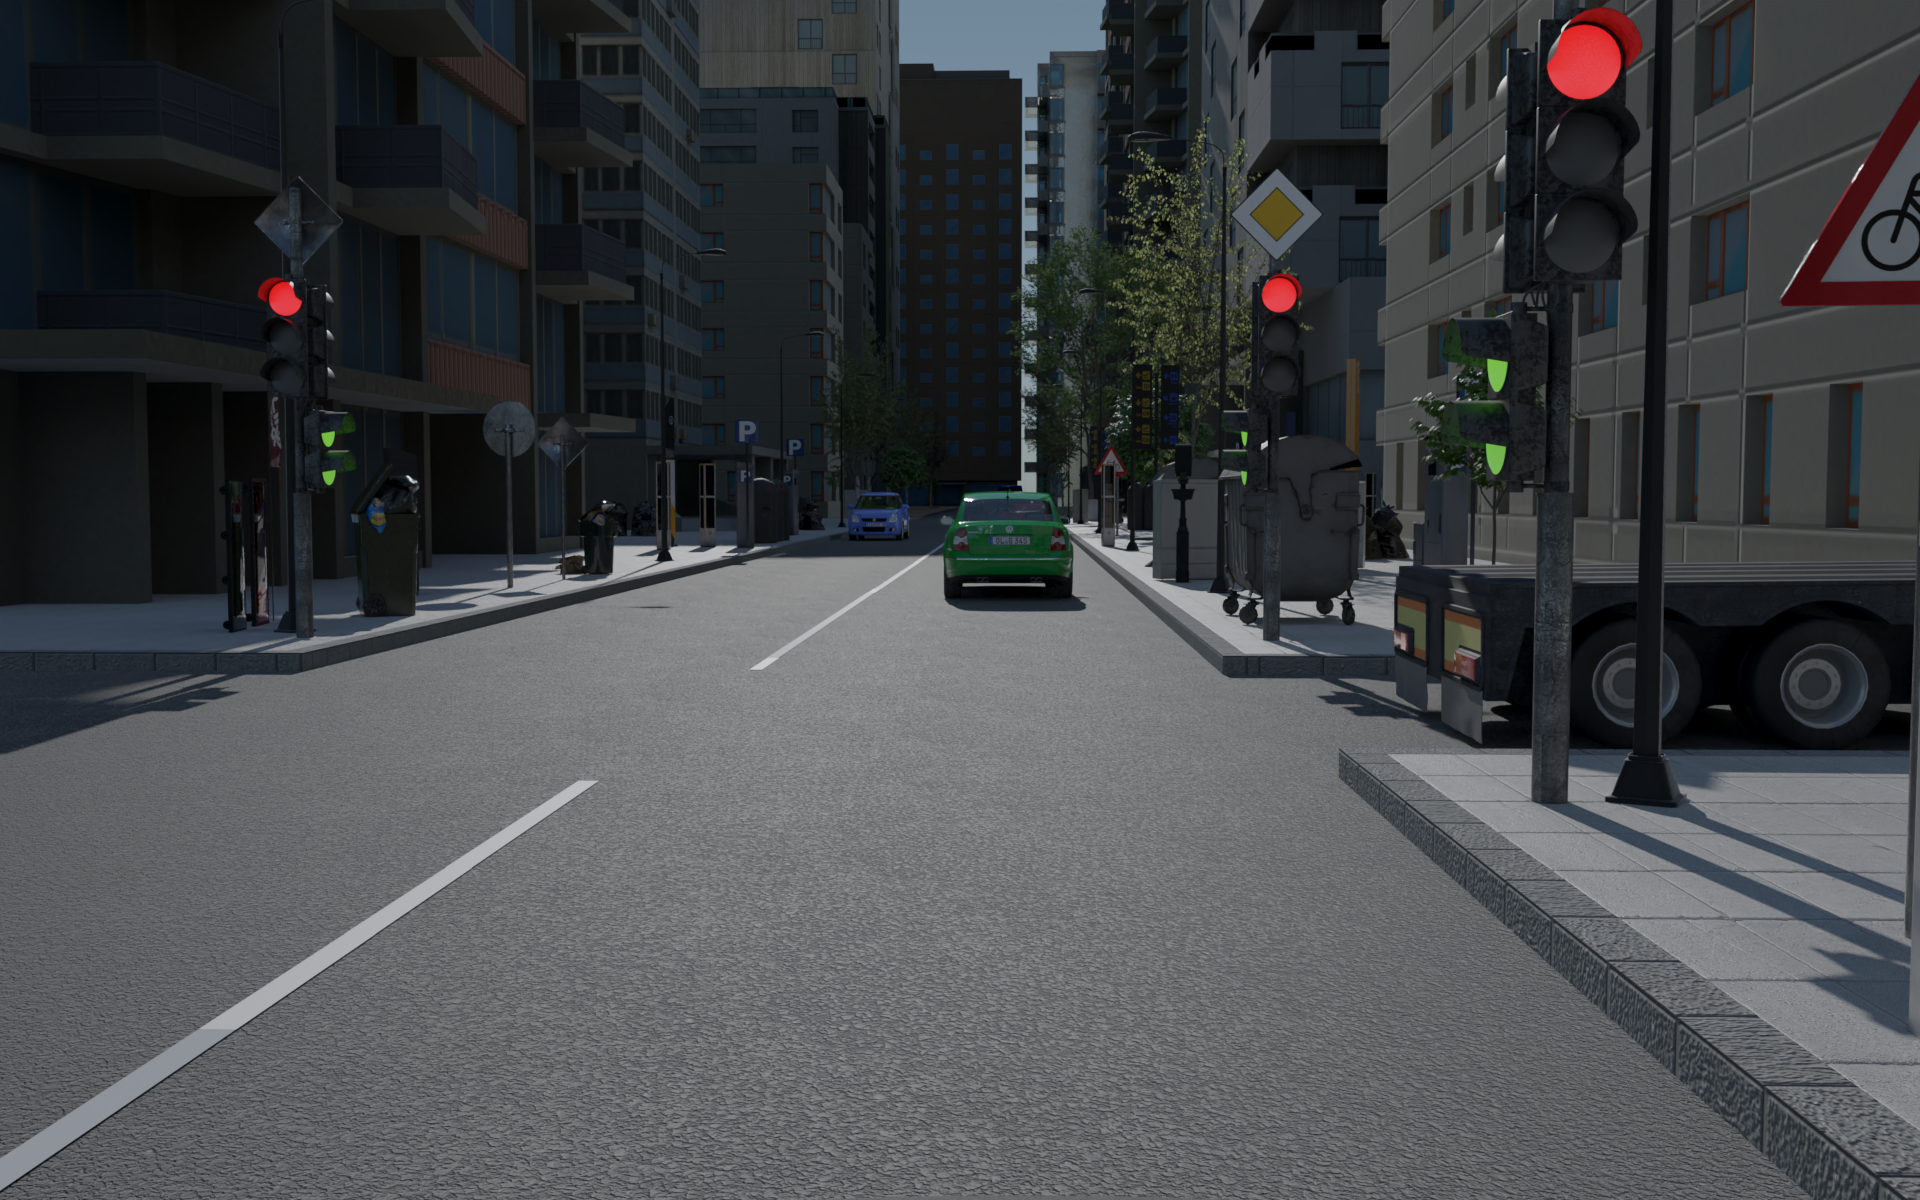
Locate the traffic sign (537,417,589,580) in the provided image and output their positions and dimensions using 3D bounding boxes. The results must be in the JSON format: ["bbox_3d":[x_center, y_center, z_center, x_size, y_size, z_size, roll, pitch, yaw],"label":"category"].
[{"bbox_3d":[-5.936,-1.511,25.892,0.795,2.450,0.064,0,4,4],"label":"traffic sign"}]

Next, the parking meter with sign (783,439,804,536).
[{"bbox_3d":[-5.321,-3.522,53.846,0.543,3.016,1.738,1,4,9],"label":"parking meter with sign"}]

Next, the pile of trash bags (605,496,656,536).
[{"bbox_3d":[-10.787,-2.639,52.903,3.447,1.369,1.912,-1,4,-8],"label":"pile of trash bags"}]

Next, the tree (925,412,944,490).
[{"bbox_3d":[-3.339,-9.843,111.294,4.737,8.622,4.395,0,3,0],"label":"tree"}]

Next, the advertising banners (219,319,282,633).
[{"bbox_3d":[-6.852,-1.264,16.851,0.090,3.025,2.074,0,4,-7],"label":"advertising banners"}]

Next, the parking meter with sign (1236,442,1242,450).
[{"bbox_3d":[10.109,-3.766,57.843,1.738,3.016,0.543,0,4,-4],"label":"parking meter with sign"}]

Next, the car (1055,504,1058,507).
[{"bbox_3d":[2.270,-3.090,59.559,2.155,1.783,4.494,0,4,4],"label":"car"}]

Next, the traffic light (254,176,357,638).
[{"bbox_3d":[-5.841,-1.618,15.375,0.839,4.253,0.868,0,4,2],"label":"traffic light"}]

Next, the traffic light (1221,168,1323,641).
[{"bbox_3d":[2.716,-1.601,15.099,0.839,4.253,0.868,0,4,2],"label":"traffic light"}]

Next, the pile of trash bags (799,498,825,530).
[{"bbox_3d":[-5.955,-3.214,62.299,1.912,1.369,3.447,-1,4,-12],"label":"pile of trash bags"}]

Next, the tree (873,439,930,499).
[{"bbox_3d":[-3.479,-7.081,99.493,4.285,4.588,4.351,0,3,0],"label":"tree"}]

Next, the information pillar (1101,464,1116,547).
[{"bbox_3d":[3.617,-2.309,42.245,0.304,2.012,0.304,0,4,-5],"label":"information pillar"}]

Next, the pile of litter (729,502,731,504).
[{"bbox_3d":[-12.105,-4.589,89.000,1.176,0.858,1.719,0,4,-4],"label":"pile of litter"}]

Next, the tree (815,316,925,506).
[{"bbox_3d":[-4.319,-7.471,72.513,4.737,8.622,4.395,0,3,0],"label":"tree"}]

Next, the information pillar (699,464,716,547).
[{"bbox_3d":[-6.100,-2.287,41.883,0.304,2.012,0.304,-2,4,-31],"label":"information pillar"}]

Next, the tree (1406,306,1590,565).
[{"bbox_3d":[5.441,-1.433,18.038,1.663,3.219,1.824,0,3,0],"label":"tree"}]

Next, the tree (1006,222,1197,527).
[{"bbox_3d":[5.516,-8.675,67.584,9.928,11.665,9.643,0,3,0],"label":"tree"}]

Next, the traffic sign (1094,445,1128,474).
[{"bbox_3d":[4.026,-2.825,46.188,0.884,2.594,0.081,0,4,4],"label":"traffic sign"}]

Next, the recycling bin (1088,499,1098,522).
[{"bbox_3d":[6.470,-4.204,81.290,0.722,1.027,0.722,-2,4,-35],"label":"recycling bin"}]

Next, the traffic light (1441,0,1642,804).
[{"bbox_3d":[2.443,-1.113,7.119,0.839,4.253,0.868,0,4,2],"label":"traffic light"}]

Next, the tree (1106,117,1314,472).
[{"bbox_3d":[4.767,-5.180,35.052,4.360,8.622,3.978,0,3,0],"label":"tree"}]

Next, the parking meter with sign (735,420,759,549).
[{"bbox_3d":[-5.131,-2.764,41.457,0.543,3.016,1.738,-1,4,-10],"label":"parking meter with sign"}]

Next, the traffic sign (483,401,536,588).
[{"bbox_3d":[-6.163,-1.440,23.656,0.768,2.556,0.104,1,4,10],"label":"traffic sign"}]

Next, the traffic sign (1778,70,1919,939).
[{"bbox_3d":[2.767,-0.302,4.938,0.884,2.594,0.081,0,4,5],"label":"traffic sign"}]

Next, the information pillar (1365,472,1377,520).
[{"bbox_3d":[13.997,-3.335,59.019,0.304,2.012,0.304,3,4,36],"label":"information pillar"}]

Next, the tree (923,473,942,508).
[{"bbox_3d":[-2.352,-10.224,161.765,1.663,3.219,1.824,0,3,0],"label":"tree"}]

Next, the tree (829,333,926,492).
[{"bbox_3d":[-4.048,-7.867,78.984,4.360,8.622,3.978,0,3,0],"label":"tree"}]

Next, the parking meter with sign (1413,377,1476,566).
[{"bbox_3d":[7.344,-1.823,26.066,0.543,3.016,1.738,-1,4,-10],"label":"parking meter with sign"}]

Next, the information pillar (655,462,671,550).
[{"bbox_3d":[-6.773,-2.145,39.555,0.304,2.012,0.304,0,4,-2],"label":"information pillar"}]

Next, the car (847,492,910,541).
[{"bbox_3d":[-2.533,-2.746,54.488,1.945,1.707,3.694,0,4,3],"label":"car"}]

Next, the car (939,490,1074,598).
[{"bbox_3d":[0.667,-1.001,25.160,1.959,1.807,4.718,0,4,0],"label":"car"}]

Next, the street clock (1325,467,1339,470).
[{"bbox_3d":[9.853,-2.537,46.044,0.471,2.002,0.358,-2,4,-28],"label":"street clock"}]

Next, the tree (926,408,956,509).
[{"bbox_3d":[-2.466,-12.144,148.922,4.360,8.622,3.978,0,3,0],"label":"tree"}]

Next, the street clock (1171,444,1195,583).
[{"bbox_3d":[3.222,-1.252,25.034,0.358,2.002,0.471,0,4,4],"label":"street clock"}]

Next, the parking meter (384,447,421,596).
[{"bbox_3d":[-7.023,-0.986,21.828,0.399,1.863,0.255,-2,4,-31],"label":"parking meter"}]

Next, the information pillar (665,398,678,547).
[{"bbox_3d":[-7.053,-3.094,41.940,0.183,3.616,0.504,1,4,20],"label":"information pillar"}]

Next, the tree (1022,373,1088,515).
[{"bbox_3d":[6.025,-9.437,104.654,4.737,8.622,4.395,0,3,0],"label":"tree"}]

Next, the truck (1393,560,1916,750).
[{"bbox_3d":[12.279,-1.248,10.163,18.799,4.110,2.967,0,4,3],"label":"truck"}]

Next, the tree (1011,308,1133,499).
[{"bbox_3d":[6.015,-9.047,82.324,7.601,10.594,8.767,1,4,15],"label":"tree"}]

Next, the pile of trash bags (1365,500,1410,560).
[{"bbox_3d":[7.569,-1.571,35.443,1.912,1.369,3.447,-2,4,-28],"label":"pile of trash bags"}]

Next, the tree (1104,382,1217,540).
[{"bbox_3d":[5.573,-3.981,48.798,4.285,4.588,4.351,0,3,0],"label":"tree"}]

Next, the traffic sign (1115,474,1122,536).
[{"bbox_3d":[4.784,-3.212,52.621,0.768,2.556,0.104,0,4,4],"label":"traffic sign"}]
